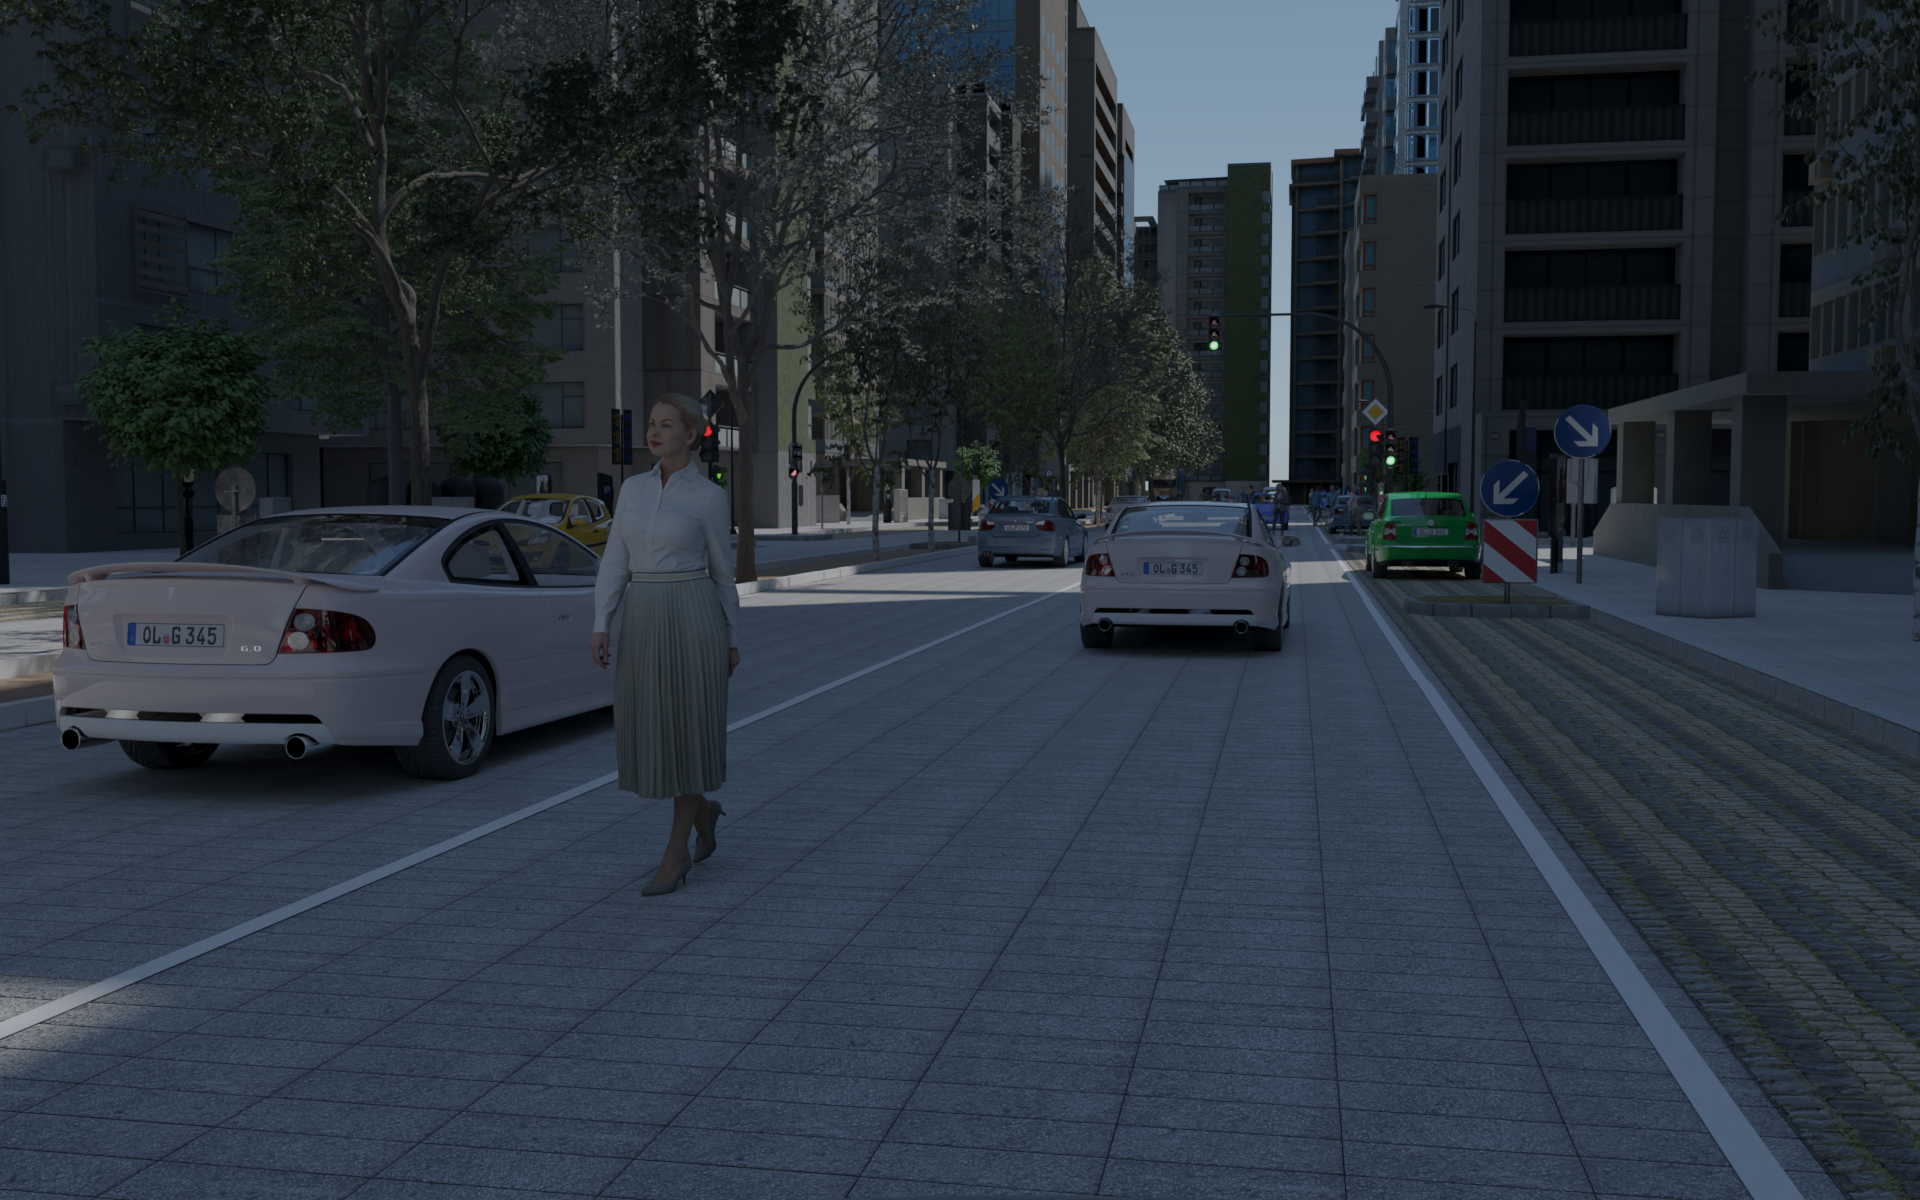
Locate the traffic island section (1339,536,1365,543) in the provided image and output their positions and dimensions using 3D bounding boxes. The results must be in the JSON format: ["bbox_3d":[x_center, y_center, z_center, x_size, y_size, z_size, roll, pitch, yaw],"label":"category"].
[{"bbox_3d":[12.213,-1.760,51.049,2.009,0.180,2.903,1,4,11],"label":"traffic island section"}]

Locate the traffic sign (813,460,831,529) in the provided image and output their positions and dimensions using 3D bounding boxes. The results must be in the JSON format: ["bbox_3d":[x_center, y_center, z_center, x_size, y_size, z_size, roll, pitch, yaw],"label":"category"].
[{"bbox_3d":[-5.083,-3.898,63.833,0.768,2.556,0.104,1,4,14],"label":"traffic sign"}]

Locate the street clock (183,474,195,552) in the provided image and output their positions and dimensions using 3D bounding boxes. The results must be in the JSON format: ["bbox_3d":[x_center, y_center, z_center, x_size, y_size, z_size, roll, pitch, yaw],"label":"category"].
[{"bbox_3d":[-17.226,-2.082,38.619,0.471,2.002,0.358,-3,5,-41],"label":"street clock"}]

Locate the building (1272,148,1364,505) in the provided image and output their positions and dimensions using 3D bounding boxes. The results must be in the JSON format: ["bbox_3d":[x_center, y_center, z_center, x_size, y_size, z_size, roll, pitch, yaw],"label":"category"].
[{"bbox_3d":[54.009,-34.379,216.722,28.867,44.769,22.147,1,4,11],"label":"building"}]

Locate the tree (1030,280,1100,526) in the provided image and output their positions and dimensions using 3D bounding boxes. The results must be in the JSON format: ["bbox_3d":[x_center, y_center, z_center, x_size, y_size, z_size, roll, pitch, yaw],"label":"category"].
[{"bbox_3d":[2.469,-6.505,59.182,4.360,8.622,3.978,0,3,0],"label":"tree"}]

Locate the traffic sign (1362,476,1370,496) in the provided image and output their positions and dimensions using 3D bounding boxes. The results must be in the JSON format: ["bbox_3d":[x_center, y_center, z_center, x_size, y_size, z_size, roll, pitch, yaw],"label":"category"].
[{"bbox_3d":[22.320,-5.773,94.497,0.768,2.556,0.104,1,4,19],"label":"traffic sign"}]

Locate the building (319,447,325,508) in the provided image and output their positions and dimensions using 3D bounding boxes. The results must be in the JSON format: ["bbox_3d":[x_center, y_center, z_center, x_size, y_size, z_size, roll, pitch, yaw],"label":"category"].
[{"bbox_3d":[-28.328,-25.393,65.294,14.200,45.320,14.600,1,4,11],"label":"building"}]

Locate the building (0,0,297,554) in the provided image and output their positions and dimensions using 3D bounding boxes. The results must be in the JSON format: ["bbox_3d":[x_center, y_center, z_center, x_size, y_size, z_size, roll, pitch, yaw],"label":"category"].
[{"bbox_3d":[-23.853,-22.038,43.916,14.086,41.232,14.154,1,4,11],"label":"building"}]

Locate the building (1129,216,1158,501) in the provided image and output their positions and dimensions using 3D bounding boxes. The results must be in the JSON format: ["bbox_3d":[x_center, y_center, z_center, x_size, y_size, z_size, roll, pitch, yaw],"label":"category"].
[{"bbox_3d":[14.868,-32.874,229.373,23.993,40.220,32.217,1,4,11],"label":"building"}]

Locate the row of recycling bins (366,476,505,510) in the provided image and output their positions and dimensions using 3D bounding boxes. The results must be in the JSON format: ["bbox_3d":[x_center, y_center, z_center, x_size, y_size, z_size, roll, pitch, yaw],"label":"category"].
[{"bbox_3d":[-11.911,-1.991,39.665,1.069,1.692,3.534,3,4,36],"label":"row of recycling bins"}]

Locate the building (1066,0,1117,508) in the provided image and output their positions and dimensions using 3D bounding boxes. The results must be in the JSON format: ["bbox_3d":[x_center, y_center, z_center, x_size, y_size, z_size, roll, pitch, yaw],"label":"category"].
[{"bbox_3d":[4.167,-33.771,175.862,21.300,48.544,21.600,1,4,11],"label":"building"}]

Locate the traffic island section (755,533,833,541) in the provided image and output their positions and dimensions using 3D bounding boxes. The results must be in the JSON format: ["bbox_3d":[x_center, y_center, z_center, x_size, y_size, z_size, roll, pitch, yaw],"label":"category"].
[{"bbox_3d":[-5.208,-1.965,54.401,2.009,0.180,2.903,1,4,11],"label":"traffic island section"}]

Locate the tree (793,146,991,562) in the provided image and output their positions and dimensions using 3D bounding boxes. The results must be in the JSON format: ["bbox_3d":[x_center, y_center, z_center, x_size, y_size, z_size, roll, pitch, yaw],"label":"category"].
[{"bbox_3d":[-1.742,-5.112,36.394,4.360,8.622,3.978,0,3,0],"label":"tree"}]

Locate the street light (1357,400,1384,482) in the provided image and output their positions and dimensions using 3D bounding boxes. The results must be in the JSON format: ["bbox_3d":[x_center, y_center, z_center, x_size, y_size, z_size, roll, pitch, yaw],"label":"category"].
[{"bbox_3d":[20.288,-6.905,85.439,1.470,5.913,1.316,1,4,11],"label":"street light"}]

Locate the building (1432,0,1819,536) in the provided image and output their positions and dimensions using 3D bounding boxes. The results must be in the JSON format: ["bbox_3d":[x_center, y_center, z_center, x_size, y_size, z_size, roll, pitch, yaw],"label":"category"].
[{"bbox_3d":[27.734,-37.914,58.151,20.611,71.187,20.563,1,4,11],"label":"building"}]

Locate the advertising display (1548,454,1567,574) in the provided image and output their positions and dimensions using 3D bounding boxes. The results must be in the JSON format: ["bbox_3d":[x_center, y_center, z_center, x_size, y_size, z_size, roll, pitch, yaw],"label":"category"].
[{"bbox_3d":[9.721,-1.405,28.182,0.123,1.923,0.974,2,4,28],"label":"advertising display"}]

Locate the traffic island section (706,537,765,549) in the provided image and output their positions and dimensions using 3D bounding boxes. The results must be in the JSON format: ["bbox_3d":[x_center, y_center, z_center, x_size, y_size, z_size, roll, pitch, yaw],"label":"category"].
[{"bbox_3d":[-6.720,-1.485,46.560,2.009,0.180,2.903,1,4,11],"label":"traffic island section"}]

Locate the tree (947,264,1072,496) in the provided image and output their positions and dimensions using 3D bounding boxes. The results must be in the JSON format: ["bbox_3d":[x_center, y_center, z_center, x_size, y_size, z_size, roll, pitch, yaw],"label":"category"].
[{"bbox_3d":[1.534,-6.184,53.930,4.737,8.622,4.395,0,3,0],"label":"tree"}]

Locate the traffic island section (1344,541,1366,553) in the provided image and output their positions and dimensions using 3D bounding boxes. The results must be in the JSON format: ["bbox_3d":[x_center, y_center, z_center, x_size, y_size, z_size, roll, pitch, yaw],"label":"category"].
[{"bbox_3d":[10.701,-1.280,43.208,2.009,0.180,2.903,1,4,11],"label":"traffic island section"}]

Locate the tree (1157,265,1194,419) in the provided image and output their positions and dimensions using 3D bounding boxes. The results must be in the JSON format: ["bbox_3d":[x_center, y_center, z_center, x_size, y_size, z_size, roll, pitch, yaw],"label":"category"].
[{"bbox_3d":[3.983,-9.440,67.163,12.009,13.543,11.850,0,3,0],"label":"tree"}]

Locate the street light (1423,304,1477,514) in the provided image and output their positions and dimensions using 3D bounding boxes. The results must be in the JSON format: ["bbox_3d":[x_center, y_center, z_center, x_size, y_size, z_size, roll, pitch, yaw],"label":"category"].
[{"bbox_3d":[12.002,-4.270,42.360,1.470,5.913,1.316,1,4,11],"label":"street light"}]

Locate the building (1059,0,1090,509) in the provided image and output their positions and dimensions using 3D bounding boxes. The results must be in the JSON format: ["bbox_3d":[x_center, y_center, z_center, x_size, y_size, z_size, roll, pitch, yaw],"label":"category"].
[{"bbox_3d":[0.981,-43.766,153.825,20.563,71.187,20.611,1,4,11],"label":"building"}]

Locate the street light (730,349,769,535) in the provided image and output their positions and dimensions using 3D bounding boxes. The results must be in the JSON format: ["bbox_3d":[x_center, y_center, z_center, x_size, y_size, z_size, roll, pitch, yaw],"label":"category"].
[{"bbox_3d":[-6.665,-5.014,54.513,1.470,5.913,1.316,1,4,11],"label":"street light"}]

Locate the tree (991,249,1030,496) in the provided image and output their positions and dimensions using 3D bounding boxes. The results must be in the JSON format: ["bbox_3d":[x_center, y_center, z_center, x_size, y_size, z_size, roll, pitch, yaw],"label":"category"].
[{"bbox_3d":[-0.669,-5.447,41.883,4.360,8.622,3.978,0,3,0],"label":"tree"}]

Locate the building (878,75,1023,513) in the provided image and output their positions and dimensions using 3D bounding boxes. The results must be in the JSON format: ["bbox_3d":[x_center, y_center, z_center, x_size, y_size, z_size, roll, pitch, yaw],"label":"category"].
[{"bbox_3d":[-3.556,-21.490,123.069,14.160,30.474,14.107,1,4,11],"label":"building"}]

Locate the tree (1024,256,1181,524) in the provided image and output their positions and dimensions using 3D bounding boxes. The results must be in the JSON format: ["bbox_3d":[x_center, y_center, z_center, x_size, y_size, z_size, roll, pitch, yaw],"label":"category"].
[{"bbox_3d":[6.514,-9.861,81.815,7.486,12.596,7.792,0,3,0],"label":"tree"}]

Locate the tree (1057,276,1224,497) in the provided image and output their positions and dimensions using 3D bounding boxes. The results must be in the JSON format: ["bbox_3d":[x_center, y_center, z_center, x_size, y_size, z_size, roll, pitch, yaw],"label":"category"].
[{"bbox_3d":[8.498,-10.444,90.221,9.611,12.733,9.660,0,3,0],"label":"tree"}]

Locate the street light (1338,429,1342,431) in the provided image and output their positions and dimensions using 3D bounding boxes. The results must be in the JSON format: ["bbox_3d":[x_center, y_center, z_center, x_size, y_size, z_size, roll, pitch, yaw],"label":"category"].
[{"bbox_3d":[27.812,-9.292,124.466,1.470,5.913,1.316,1,4,11],"label":"street light"}]

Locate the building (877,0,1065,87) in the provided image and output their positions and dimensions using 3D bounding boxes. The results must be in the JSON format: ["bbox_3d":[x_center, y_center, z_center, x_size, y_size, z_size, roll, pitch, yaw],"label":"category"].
[{"bbox_3d":[0.462,-29.742,136.390,14.600,45.320,14.200,1,4,11],"label":"building"}]

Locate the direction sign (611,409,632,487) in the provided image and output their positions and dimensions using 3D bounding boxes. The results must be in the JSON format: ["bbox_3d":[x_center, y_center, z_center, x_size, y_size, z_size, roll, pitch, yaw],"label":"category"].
[{"bbox_3d":[-9.022,-3.320,46.277,0.379,3.537,0.876,2,4,25],"label":"direction sign"}]

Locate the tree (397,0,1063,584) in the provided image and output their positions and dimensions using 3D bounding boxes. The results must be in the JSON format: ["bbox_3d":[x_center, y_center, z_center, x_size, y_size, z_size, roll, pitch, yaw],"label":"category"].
[{"bbox_3d":[-3.391,-6.981,26.960,12.009,13.543,11.850,0,3,0],"label":"tree"}]

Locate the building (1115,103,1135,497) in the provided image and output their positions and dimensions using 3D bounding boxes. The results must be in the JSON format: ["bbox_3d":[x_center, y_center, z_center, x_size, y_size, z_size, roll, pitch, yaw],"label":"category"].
[{"bbox_3d":[11.922,-33.396,196.128,14.200,45.320,14.600,1,4,11],"label":"building"}]

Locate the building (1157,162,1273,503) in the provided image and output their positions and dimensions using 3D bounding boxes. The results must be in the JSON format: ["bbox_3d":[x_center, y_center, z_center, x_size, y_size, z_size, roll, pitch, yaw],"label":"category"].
[{"bbox_3d":[31.902,-32.632,217.132,14.086,41.232,14.154,1,4,11],"label":"building"}]

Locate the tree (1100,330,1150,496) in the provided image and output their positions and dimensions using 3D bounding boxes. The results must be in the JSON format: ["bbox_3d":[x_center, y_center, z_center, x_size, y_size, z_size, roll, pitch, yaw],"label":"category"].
[{"bbox_3d":[6.081,-7.528,75.897,4.360,8.622,3.978,0,3,0],"label":"tree"}]

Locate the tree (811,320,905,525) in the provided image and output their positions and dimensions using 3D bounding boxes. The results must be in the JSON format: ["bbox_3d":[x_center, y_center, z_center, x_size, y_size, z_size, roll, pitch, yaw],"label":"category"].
[{"bbox_3d":[-4.482,-7.466,72.426,4.737,8.622,4.395,0,3,0],"label":"tree"}]

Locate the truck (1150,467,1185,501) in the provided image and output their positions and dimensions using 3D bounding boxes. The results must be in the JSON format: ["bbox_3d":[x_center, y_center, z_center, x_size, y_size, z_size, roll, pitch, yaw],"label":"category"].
[{"bbox_3d":[21.116,-11.410,175.463,2.839,4.237,11.283,1,4,12],"label":"truck"}]

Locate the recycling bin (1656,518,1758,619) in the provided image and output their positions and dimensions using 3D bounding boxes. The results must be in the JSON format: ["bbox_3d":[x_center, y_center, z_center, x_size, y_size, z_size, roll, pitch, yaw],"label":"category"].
[{"bbox_3d":[7.847,-0.346,18.210,0.722,1.027,0.722,-2,4,-25],"label":"recycling bin"}]

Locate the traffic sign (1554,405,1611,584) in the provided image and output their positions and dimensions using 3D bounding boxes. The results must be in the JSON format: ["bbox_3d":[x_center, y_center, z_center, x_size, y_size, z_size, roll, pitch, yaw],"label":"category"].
[{"bbox_3d":[8.884,-1.509,24.774,0.768,2.556,0.104,1,4,19],"label":"traffic sign"}]

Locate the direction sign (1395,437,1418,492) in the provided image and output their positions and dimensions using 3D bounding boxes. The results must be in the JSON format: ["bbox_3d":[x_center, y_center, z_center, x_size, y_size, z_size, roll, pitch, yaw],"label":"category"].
[{"bbox_3d":[17.718,-4.694,68.748,0.876,3.537,0.379,2,4,26],"label":"direction sign"}]

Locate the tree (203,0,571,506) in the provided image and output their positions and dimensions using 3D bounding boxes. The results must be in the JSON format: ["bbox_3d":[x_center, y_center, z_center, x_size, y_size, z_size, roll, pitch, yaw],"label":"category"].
[{"bbox_3d":[-12.267,-7.218,36.143,7.486,12.596,7.792,0,3,0],"label":"tree"}]

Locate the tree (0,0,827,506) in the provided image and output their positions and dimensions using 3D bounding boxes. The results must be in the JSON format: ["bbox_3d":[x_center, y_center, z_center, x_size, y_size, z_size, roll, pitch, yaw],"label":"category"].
[{"bbox_3d":[-5.170,-4.904,17.054,8.767,10.594,7.601,1,4,11],"label":"tree"}]

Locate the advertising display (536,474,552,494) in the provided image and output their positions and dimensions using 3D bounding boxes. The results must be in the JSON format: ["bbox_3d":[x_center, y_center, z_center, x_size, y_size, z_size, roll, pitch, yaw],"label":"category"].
[{"bbox_3d":[-13.309,-3.069,55.398,0.123,1.923,0.974,-3,4,-37],"label":"advertising display"}]

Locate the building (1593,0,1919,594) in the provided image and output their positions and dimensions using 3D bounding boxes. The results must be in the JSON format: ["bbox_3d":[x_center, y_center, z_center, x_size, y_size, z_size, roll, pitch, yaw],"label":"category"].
[{"bbox_3d":[27.963,-20.421,25.758,32.217,40.220,23.993,1,4,11],"label":"building"}]

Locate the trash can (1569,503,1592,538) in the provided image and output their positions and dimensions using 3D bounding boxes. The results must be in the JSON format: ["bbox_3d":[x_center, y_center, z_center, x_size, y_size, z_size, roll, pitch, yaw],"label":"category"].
[{"bbox_3d":[18.262,-2.405,50.976,0.748,1.137,0.748,0,3,0],"label":"trash can"}]

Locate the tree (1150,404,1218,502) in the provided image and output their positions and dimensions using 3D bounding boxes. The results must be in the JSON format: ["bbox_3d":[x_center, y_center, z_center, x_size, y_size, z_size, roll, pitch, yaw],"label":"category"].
[{"bbox_3d":[12.727,-10.795,113.370,8.767,10.594,7.601,1,4,11],"label":"tree"}]

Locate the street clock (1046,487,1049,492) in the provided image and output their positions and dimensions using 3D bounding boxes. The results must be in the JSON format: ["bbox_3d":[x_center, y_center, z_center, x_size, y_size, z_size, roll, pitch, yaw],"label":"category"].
[{"bbox_3d":[6.175,-7.178,121.924,0.471,2.002,0.358,-2,4,-33],"label":"street clock"}]

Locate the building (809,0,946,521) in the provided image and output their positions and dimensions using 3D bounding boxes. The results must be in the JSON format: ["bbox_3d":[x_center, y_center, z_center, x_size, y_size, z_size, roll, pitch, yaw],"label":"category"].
[{"bbox_3d":[-17.615,-24.405,90.905,32.217,40.220,23.993,1,4,11],"label":"building"}]

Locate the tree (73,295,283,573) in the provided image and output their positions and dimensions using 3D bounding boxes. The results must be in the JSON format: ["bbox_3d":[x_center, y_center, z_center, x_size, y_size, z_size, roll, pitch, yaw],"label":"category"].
[{"bbox_3d":[-12.957,-2.764,28.908,4.285,4.588,4.351,0,3,0],"label":"tree"}]

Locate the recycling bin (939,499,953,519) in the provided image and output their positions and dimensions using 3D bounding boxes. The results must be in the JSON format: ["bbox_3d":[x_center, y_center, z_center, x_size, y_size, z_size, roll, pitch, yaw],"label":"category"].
[{"bbox_3d":[-0.674,-4.670,88.902,0.722,1.027,0.722,1,4,14],"label":"recycling bin"}]

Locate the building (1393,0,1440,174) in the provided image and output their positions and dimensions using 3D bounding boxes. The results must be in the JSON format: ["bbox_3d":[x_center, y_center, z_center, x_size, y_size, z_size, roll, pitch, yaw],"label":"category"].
[{"bbox_3d":[46.488,-51.115,148.407,22.319,86.520,31.000,1,4,11],"label":"building"}]

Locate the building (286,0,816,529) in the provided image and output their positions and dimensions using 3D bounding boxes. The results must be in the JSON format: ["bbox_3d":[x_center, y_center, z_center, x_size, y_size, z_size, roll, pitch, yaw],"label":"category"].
[{"bbox_3d":[-13.949,-23.186,62.686,14.154,41.232,14.086,1,4,11],"label":"building"}]

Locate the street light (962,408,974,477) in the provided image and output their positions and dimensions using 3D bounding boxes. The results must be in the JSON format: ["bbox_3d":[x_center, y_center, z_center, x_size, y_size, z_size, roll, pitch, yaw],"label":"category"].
[{"bbox_3d":[0.663,-7.330,92.388,1.470,5.913,1.316,1,4,11],"label":"street light"}]

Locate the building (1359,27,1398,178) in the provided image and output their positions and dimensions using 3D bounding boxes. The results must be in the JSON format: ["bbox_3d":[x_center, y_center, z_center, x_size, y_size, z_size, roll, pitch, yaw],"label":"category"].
[{"bbox_3d":[53.042,-34.276,180.018,23.786,49.044,30.456,1,4,11],"label":"building"}]

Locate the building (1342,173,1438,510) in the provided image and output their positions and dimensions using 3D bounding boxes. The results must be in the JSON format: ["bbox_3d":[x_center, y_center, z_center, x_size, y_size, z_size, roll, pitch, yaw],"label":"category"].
[{"bbox_3d":[37.968,-15.950,105.822,27.650,21.520,28.899,1,4,11],"label":"building"}]
